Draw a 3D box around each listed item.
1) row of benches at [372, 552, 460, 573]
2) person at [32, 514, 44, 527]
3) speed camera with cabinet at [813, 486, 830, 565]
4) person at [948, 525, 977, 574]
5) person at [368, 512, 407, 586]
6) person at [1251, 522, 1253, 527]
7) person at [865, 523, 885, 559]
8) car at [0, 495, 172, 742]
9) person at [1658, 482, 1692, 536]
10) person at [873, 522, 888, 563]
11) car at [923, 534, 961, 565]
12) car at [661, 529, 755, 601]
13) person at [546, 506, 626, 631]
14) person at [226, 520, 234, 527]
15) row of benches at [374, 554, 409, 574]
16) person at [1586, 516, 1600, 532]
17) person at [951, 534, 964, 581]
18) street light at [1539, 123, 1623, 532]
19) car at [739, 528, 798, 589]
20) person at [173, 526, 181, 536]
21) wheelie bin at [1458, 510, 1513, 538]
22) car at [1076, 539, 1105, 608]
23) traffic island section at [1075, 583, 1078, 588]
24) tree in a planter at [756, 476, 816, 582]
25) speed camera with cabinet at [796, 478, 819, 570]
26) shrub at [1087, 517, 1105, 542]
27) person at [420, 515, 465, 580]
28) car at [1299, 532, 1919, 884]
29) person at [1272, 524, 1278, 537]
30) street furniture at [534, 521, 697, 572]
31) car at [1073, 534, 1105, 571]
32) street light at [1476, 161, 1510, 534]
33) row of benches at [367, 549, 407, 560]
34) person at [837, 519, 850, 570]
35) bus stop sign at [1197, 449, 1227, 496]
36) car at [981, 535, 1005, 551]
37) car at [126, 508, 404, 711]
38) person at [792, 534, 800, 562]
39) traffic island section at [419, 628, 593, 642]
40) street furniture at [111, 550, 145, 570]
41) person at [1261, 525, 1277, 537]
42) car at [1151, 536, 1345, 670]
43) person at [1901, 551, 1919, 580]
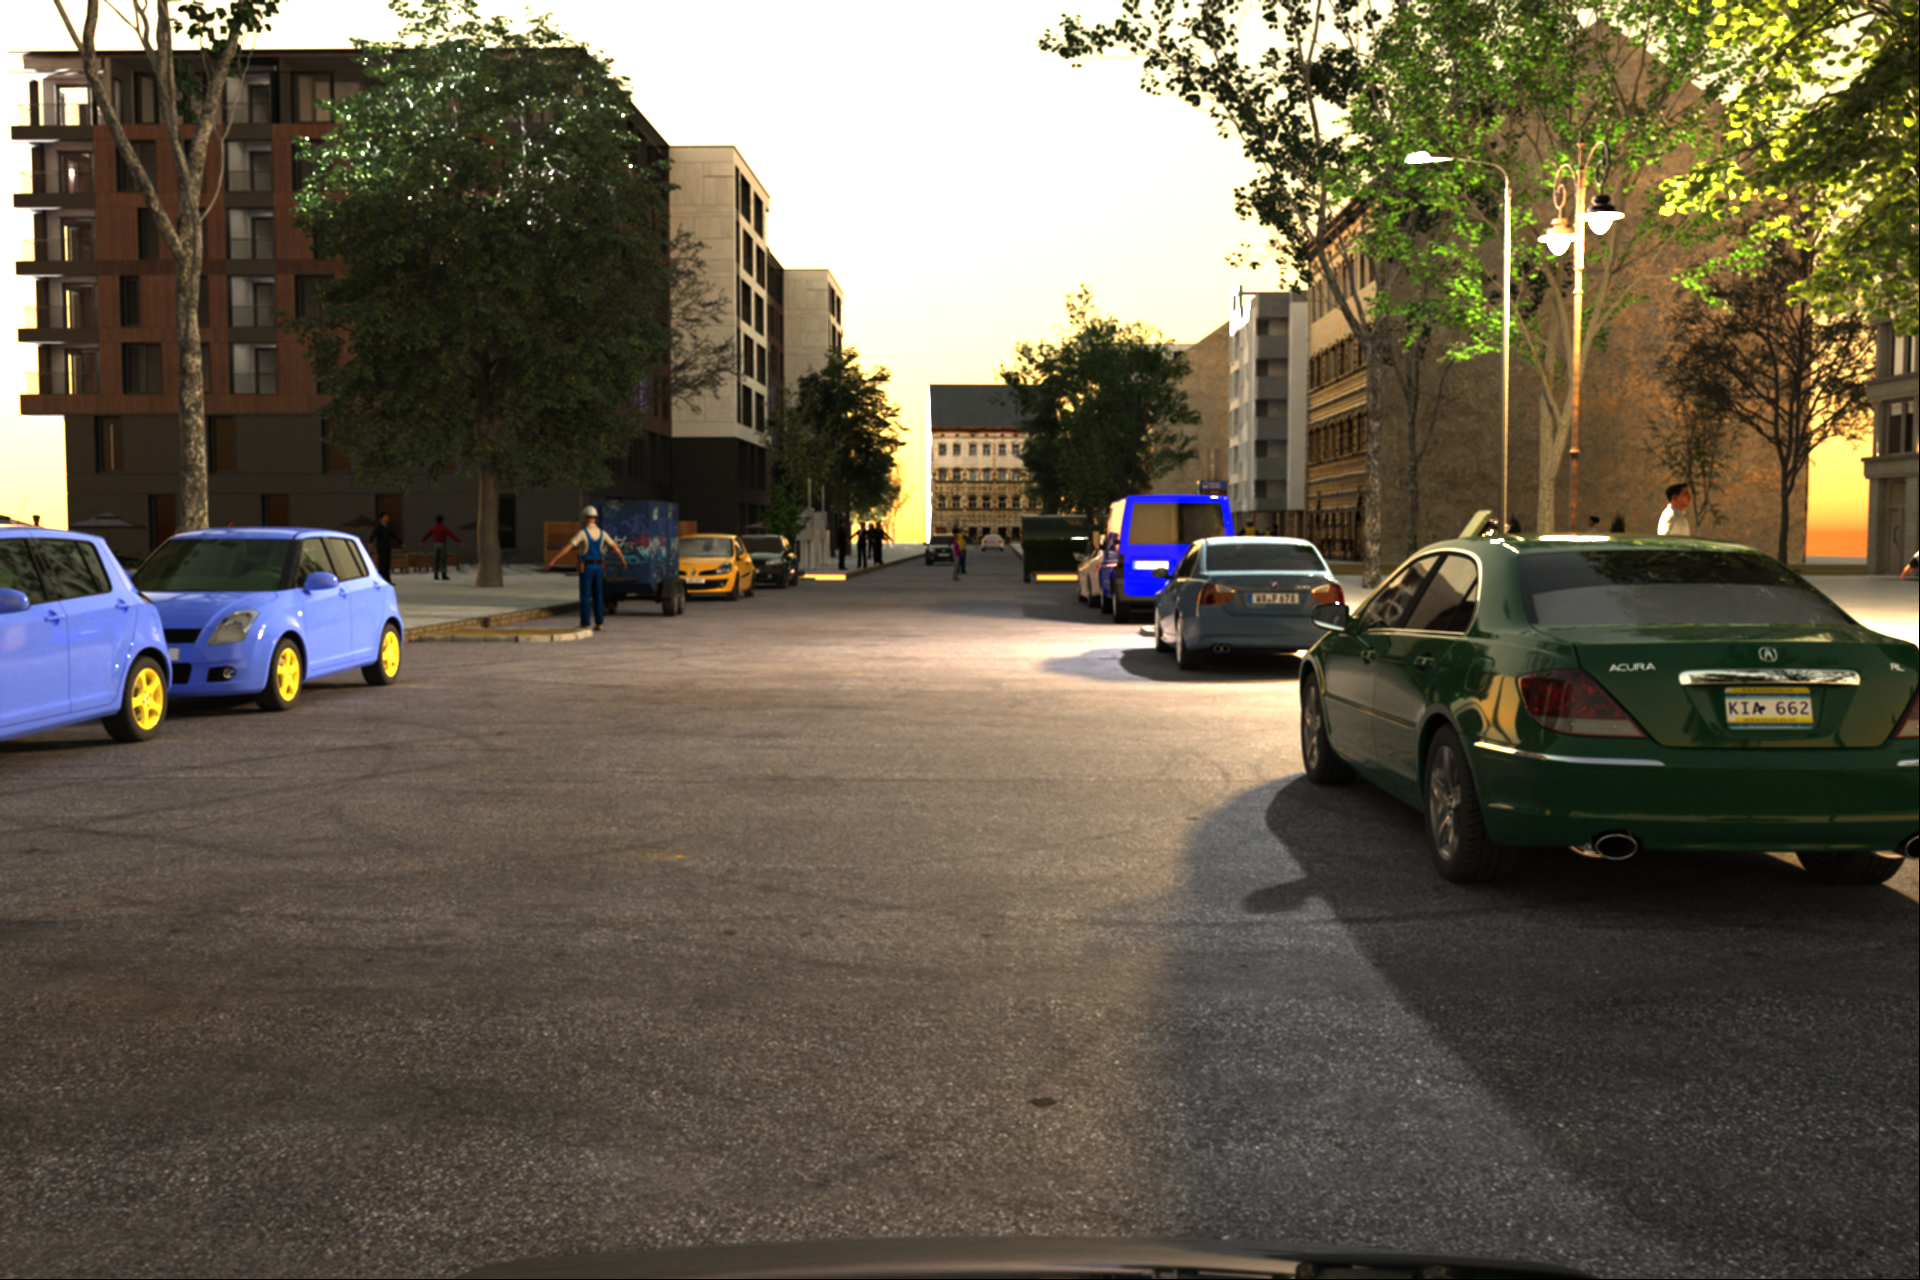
[{"bbox_3d":[-18.371,-2.649,58.780,1.422,0.672,4.104,1,4,19],"label":"row of benches"},{"bbox_3d":[-26.965,-2.741,50.603,1.343,1.855,0.704,-1,4,-23],"label":"person"},{"bbox_3d":[-5.764,-4.718,71.472,0.660,3.252,2.038,0,4,1],"label":"speed camera with cabinet"},{"bbox_3d":[0.079,-3.268,62.356,1.216,1.772,0.721,2,4,32],"label":"person"},{"bbox_3d":[-14.249,-2.256,42.939,0.704,1.823,1.345,1,4,21],"label":"person"},{"bbox_3d":[12.682,-4.256,75.716,0.704,1.812,1.346,0,4,-7],"label":"person"},{"bbox_3d":[-4.501,-5.054,88.410,1.354,1.856,0.705,-1,4,-9],"label":"person"},{"bbox_3d":[-6.476,-0.068,10.703,1.945,1.707,3.694,0,4,2],"label":"car"},{"bbox_3d":[7.334,-0.704,17.672,0.704,1.810,1.344,3,4,37],"label":"person"},{"bbox_3d":[-3.639,-4.397,78.078,0.705,1.806,1.347,2,4,26],"label":"person"},{"bbox_3d":[-0.693,-4.337,80.690,2.009,1.686,4.222,0,4,1],"label":"car"},{"bbox_3d":[-5.583,-1.715,38.272,2.015,1.641,3.980,0,4,1],"label":"car"},{"bbox_3d":[-5.477,-1.058,25.611,1.347,1.847,0.705,-3,5,-43],"label":"person"},{"bbox_3d":[-23.145,-2.958,55.169,0.721,1.733,1.217,0,4,7],"label":"person"},{"bbox_3d":[-19.790,-2.442,55.395,4.104,0.672,1.422,-1,4,-18],"label":"row of benches"},{"bbox_3d":[16.154,-2.312,44.570,0.721,1.739,1.217,0,4,-7],"label":"person"},{"bbox_3d":[-0.055,-2.522,52.961,0.599,1.433,0.991,1,4,15],"label":"person"},{"bbox_3d":[7.144,-2.893,20.086,0.468,5.910,1.993,0,4,1],"label":"street light"},{"bbox_3d":[-5.394,-2.261,46.747,2.009,1.686,4.222,0,4,1],"label":"car"},{"bbox_3d":[-17.049,-1.950,38.454,0.617,1.759,0.750,0,4,-1],"label":"person"},{"bbox_3d":[6.930,-0.921,22.968,0.693,1.594,0.980,0,4,2],"label":"wheelie bin"},{"bbox_3d":[3.421,-1.394,35.148,2.083,1.381,4.827,0,4,0],"label":"car"},{"bbox_3d":[4.128,-1.462,46.769,1.991,0.108,1.994,0,4,1],"label":"traffic island section"},{"bbox_3d":[-5.466,-3.411,52.987,1.991,3.239,1.994,0,4,1],"label":"tree in a planter"},{"bbox_3d":[-5.472,-4.141,62.038,0.660,3.252,2.038,0,4,3],"label":"speed camera with cabinet"},{"bbox_3d":[5.524,-3.630,63.771,1.690,2.028,1.600,0,3,0],"label":"shrub"},{"bbox_3d":[-14.611,-2.607,48.729,1.345,1.816,0.704,1,4,10],"label":"person"},{"bbox_3d":[2.910,0.200,8.522,2.131,1.459,4.920,0,4,0],"label":"car"},{"bbox_3d":[17.040,-5.365,93.863,0.704,1.843,1.345,2,4,27],"label":"person"},{"bbox_3d":[-10.839,-3.396,62.379,9.812,1.723,11.010,-1,4,-14],"label":"street furniture"},{"bbox_3d":[3.637,-1.799,39.642,2.015,1.641,3.980,0,4,0],"label":"car"},{"bbox_3d":[7.182,-2.971,21.119,1.470,5.913,1.316,0,4,2],"label":"street light"},{"bbox_3d":[-23.422,-3.359,70.382,1.422,0.672,4.104,0,4,0],"label":"row of benches"},{"bbox_3d":[-4.207,-3.444,62.251,0.705,1.837,1.347,-1,4,-17],"label":"person"},{"bbox_3d":[7.788,-3.950,53.591,0.837,3.901,0.837,0,4,1],"label":"bus stop sign"},{"bbox_3d":[2.756,-8.148,145.575,2.083,1.381,4.827,0,4,1],"label":"car"},{"bbox_3d":[-6.248,-0.340,15.150,1.945,1.707,3.694,0,4,1],"label":"car"},{"bbox_3d":[-7.291,-4.451,78.549,0.705,1.858,1.354,0,4,6],"label":"person"},{"bbox_3d":[-6.169,-0.064,23.909,1.991,0.108,1.994,0,4,1],"label":"traffic island section"},{"bbox_3d":[-29.833,-3.015,64.930,5.734,0.657,10.072,-1,4,-23],"label":"street furniture"},{"bbox_3d":[16.425,-5.235,92.057,1.216,1.772,0.721,3,4,36],"label":"person"},{"bbox_3d":[3.206,-0.461,19.533,2.014,1.417,4.499,0,4,2],"label":"car"},{"bbox_3d":[8.426,-0.496,14.091,1.345,1.831,0.704,1,4,22],"label":"person"}]
